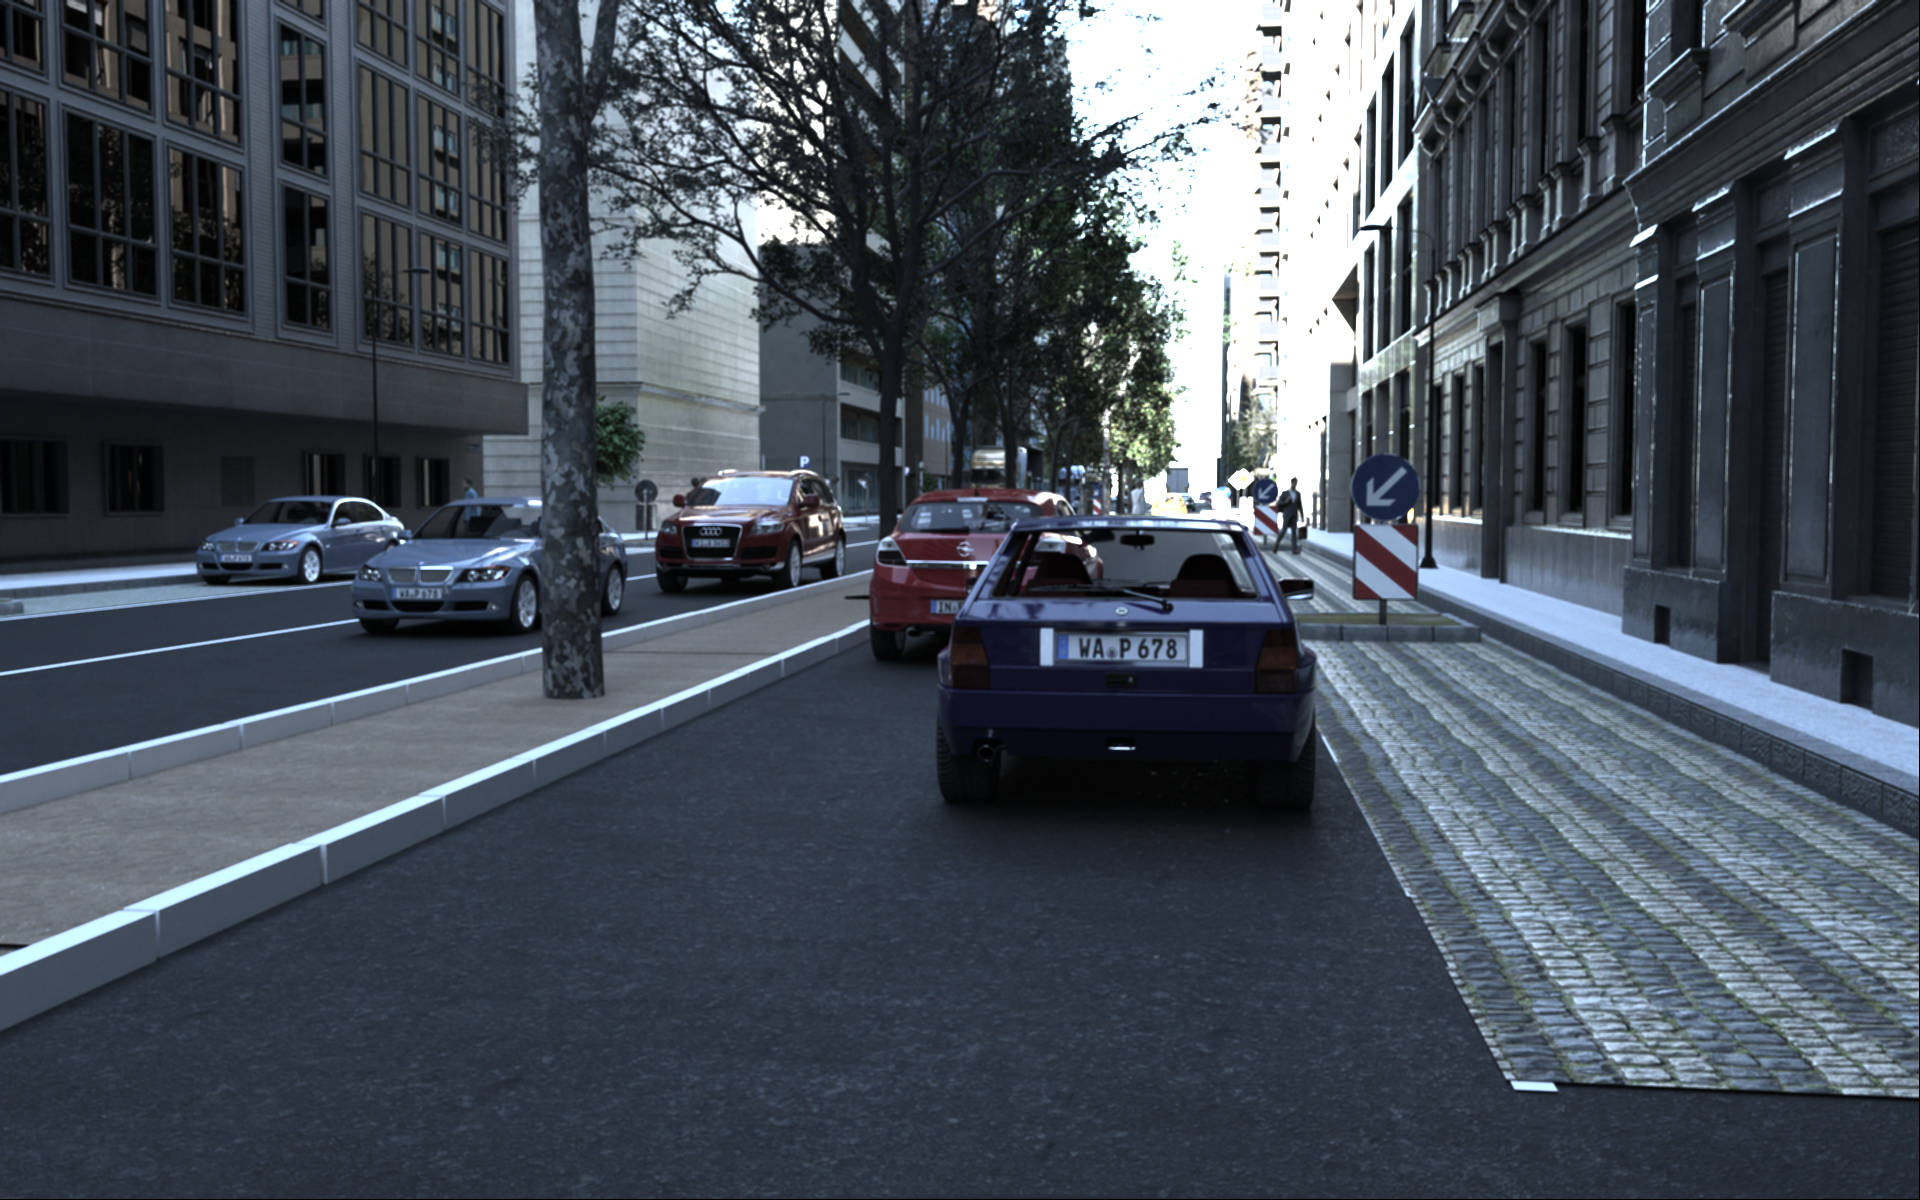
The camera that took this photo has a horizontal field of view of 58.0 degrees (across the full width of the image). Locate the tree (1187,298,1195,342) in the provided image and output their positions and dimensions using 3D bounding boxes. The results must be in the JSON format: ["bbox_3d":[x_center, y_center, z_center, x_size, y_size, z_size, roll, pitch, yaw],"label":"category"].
[{"bbox_3d":[2.632,-6.983,51.047,8.767,10.594,7.601,0,4,8],"label":"tree"}]

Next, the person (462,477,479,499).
[{"bbox_3d":[-9.950,-1.625,35.405,0.444,1.785,0.601,-1,4,-18],"label":"person"}]

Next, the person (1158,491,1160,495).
[{"bbox_3d":[24.533,-12.479,212.401,0.599,1.838,0.709,1,4,10],"label":"person"}]

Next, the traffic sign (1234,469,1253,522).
[{"bbox_3d":[11.306,-4.005,69.123,0.795,2.450,0.064,0,4,8],"label":"traffic sign"}]

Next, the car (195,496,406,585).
[{"bbox_3d":[-10.819,-1.024,28.741,2.014,1.417,4.499,0,4,8],"label":"car"}]

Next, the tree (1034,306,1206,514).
[{"bbox_3d":[9.239,-11.003,99.358,9.611,12.733,9.660,0,3,0],"label":"tree"}]

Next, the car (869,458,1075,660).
[{"bbox_3d":[0.353,-0.447,16.346,2.155,1.783,4.494,1,4,8],"label":"car"}]

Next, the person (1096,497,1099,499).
[{"bbox_3d":[14.466,-10.597,182.681,0.541,1.710,0.530,-1,4,-9],"label":"person"}]

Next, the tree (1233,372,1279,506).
[{"bbox_3d":[18.417,-9.486,105.461,4.360,8.622,3.978,0,3,0],"label":"tree"}]

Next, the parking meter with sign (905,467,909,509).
[{"bbox_3d":[-4.154,-7.079,112.007,1.738,3.016,0.543,2,4,30],"label":"parking meter with sign"}]

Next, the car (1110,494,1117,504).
[{"bbox_3d":[22.452,-14.856,254.890,2.014,1.417,4.499,0,4,7],"label":"car"}]

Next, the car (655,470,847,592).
[{"bbox_3d":[-3.150,-1.118,26.954,2.281,1.827,5.304,0,4,8],"label":"car"}]

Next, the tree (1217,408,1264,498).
[{"bbox_3d":[23.873,-11.964,145.979,4.737,8.622,4.395,0,3,0],"label":"tree"}]

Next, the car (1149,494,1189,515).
[{"bbox_3d":[10.747,-4.817,88.979,2.015,1.641,3.980,0,4,6],"label":"car"}]

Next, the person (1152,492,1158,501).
[{"bbox_3d":[25.692,-13.354,227.558,1.217,1.743,0.721,-3,5,-39],"label":"person"}]

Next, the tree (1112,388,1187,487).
[{"bbox_3d":[15.595,-13.975,149.068,7.486,12.596,7.792,0,3,0],"label":"tree"}]

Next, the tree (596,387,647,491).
[{"bbox_3d":[-11.094,-4.207,52.497,4.285,4.588,4.351,0,3,0],"label":"tree"}]

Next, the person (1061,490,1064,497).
[{"bbox_3d":[9.576,-9.326,160.965,0.705,1.826,1.348,0,4,2],"label":"person"}]

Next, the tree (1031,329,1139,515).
[{"bbox_3d":[4.707,-6.952,66.480,4.360,8.622,3.978,0,3,0],"label":"tree"}]

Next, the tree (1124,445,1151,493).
[{"bbox_3d":[14.877,-11.621,142.815,4.737,8.622,4.395,0,3,0],"label":"tree"}]

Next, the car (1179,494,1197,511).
[{"bbox_3d":[18.833,-8.169,145.353,2.131,1.459,4.920,0,4,8],"label":"car"}]

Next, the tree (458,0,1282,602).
[{"bbox_3d":[-0.979,-6.751,23.212,12.009,13.543,11.850,0,3,0],"label":"tree"}]

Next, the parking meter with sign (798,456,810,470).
[{"bbox_3d":[-7.459,-5.116,79.909,0.543,3.016,1.738,-2,4,-25],"label":"parking meter with sign"}]

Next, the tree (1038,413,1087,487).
[{"bbox_3d":[13.375,-19.002,228.815,7.486,12.596,7.792,0,3,0],"label":"tree"}]

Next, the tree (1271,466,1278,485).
[{"bbox_3d":[19.097,-6.548,101.669,1.663,3.219,1.824,0,3,0],"label":"tree"}]

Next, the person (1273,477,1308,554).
[{"bbox_3d":[7.807,-1.988,40.960,0.622,1.834,0.822,-2,4,-25],"label":"person"}]

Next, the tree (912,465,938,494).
[{"bbox_3d":[-2.192,-7.393,115.480,1.663,3.219,1.824,0,3,0],"label":"tree"}]

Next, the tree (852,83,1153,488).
[{"bbox_3d":[1.161,-6.977,42.284,9.928,11.665,9.643,0,3,0],"label":"tree"}]

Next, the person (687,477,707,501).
[{"bbox_3d":[-5.978,-1.929,40.009,0.573,1.828,0.580,1,4,21],"label":"person"}]

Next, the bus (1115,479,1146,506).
[{"bbox_3d":[20.479,-12.958,206.730,2.948,3.499,13.247,1,4,10],"label":"bus"}]

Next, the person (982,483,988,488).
[{"bbox_3d":[0.769,-2.858,55.567,0.374,1.781,0.599,3,5,40],"label":"person"}]

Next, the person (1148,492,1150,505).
[{"bbox_3d":[24.477,-13.153,224.464,0.530,1.710,0.541,2,4,23],"label":"person"}]

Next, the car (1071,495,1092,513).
[{"bbox_3d":[9.506,-7.386,132.766,2.014,1.417,4.499,1,4,8],"label":"car"}]

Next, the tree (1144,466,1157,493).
[{"bbox_3d":[9.890,-9.401,106.531,4.360,8.622,3.978,0,3,0],"label":"tree"}]

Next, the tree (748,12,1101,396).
[{"bbox_3d":[-0.174,-5.890,33.169,8.767,10.594,7.601,0,4,8],"label":"tree"}]

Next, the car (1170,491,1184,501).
[{"bbox_3d":[15.841,-7.337,130.183,2.015,1.641,3.980,0,4,8],"label":"car"}]

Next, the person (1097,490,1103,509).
[{"bbox_3d":[14.069,-9.885,170.208,1.350,1.814,0.705,1,4,19],"label":"person"}]

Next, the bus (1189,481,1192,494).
[{"bbox_3d":[34.547,-17.010,269.660,2.896,3.916,12.252,1,4,9],"label":"bus"}]

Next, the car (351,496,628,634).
[{"bbox_3d":[-5.088,-0.447,19.316,2.014,1.417,4.499,0,4,7],"label":"car"}]

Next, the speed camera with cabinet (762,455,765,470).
[{"bbox_3d":[-9.234,-5.714,87.751,2.038,3.252,0.660,0,4,7],"label":"speed camera with cabinet"}]

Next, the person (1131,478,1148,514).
[{"bbox_3d":[4.583,-2.208,44.485,0.514,1.842,0.818,2,4,34],"label":"person"}]

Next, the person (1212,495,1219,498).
[{"bbox_3d":[26.547,-10.489,180.540,0.990,1.755,0.434,-1,4,-16],"label":"person"}]

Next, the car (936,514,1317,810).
[{"bbox_3d":[0.938,0.202,9.284,1.945,1.354,3.894,0,4,8],"label":"car"}]

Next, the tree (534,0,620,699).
[{"bbox_3d":[-1.635,-9.312,10.600,12.611,20.169,13.585,0,3,0],"label":"tree"}]

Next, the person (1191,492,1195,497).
[{"bbox_3d":[38.468,-17.068,287.564,1.348,1.823,0.705,-2,4,-34],"label":"person"}]

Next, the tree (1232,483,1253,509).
[{"bbox_3d":[25.150,-9.750,154.009,1.663,3.219,1.824,0,3,0],"label":"tree"}]
